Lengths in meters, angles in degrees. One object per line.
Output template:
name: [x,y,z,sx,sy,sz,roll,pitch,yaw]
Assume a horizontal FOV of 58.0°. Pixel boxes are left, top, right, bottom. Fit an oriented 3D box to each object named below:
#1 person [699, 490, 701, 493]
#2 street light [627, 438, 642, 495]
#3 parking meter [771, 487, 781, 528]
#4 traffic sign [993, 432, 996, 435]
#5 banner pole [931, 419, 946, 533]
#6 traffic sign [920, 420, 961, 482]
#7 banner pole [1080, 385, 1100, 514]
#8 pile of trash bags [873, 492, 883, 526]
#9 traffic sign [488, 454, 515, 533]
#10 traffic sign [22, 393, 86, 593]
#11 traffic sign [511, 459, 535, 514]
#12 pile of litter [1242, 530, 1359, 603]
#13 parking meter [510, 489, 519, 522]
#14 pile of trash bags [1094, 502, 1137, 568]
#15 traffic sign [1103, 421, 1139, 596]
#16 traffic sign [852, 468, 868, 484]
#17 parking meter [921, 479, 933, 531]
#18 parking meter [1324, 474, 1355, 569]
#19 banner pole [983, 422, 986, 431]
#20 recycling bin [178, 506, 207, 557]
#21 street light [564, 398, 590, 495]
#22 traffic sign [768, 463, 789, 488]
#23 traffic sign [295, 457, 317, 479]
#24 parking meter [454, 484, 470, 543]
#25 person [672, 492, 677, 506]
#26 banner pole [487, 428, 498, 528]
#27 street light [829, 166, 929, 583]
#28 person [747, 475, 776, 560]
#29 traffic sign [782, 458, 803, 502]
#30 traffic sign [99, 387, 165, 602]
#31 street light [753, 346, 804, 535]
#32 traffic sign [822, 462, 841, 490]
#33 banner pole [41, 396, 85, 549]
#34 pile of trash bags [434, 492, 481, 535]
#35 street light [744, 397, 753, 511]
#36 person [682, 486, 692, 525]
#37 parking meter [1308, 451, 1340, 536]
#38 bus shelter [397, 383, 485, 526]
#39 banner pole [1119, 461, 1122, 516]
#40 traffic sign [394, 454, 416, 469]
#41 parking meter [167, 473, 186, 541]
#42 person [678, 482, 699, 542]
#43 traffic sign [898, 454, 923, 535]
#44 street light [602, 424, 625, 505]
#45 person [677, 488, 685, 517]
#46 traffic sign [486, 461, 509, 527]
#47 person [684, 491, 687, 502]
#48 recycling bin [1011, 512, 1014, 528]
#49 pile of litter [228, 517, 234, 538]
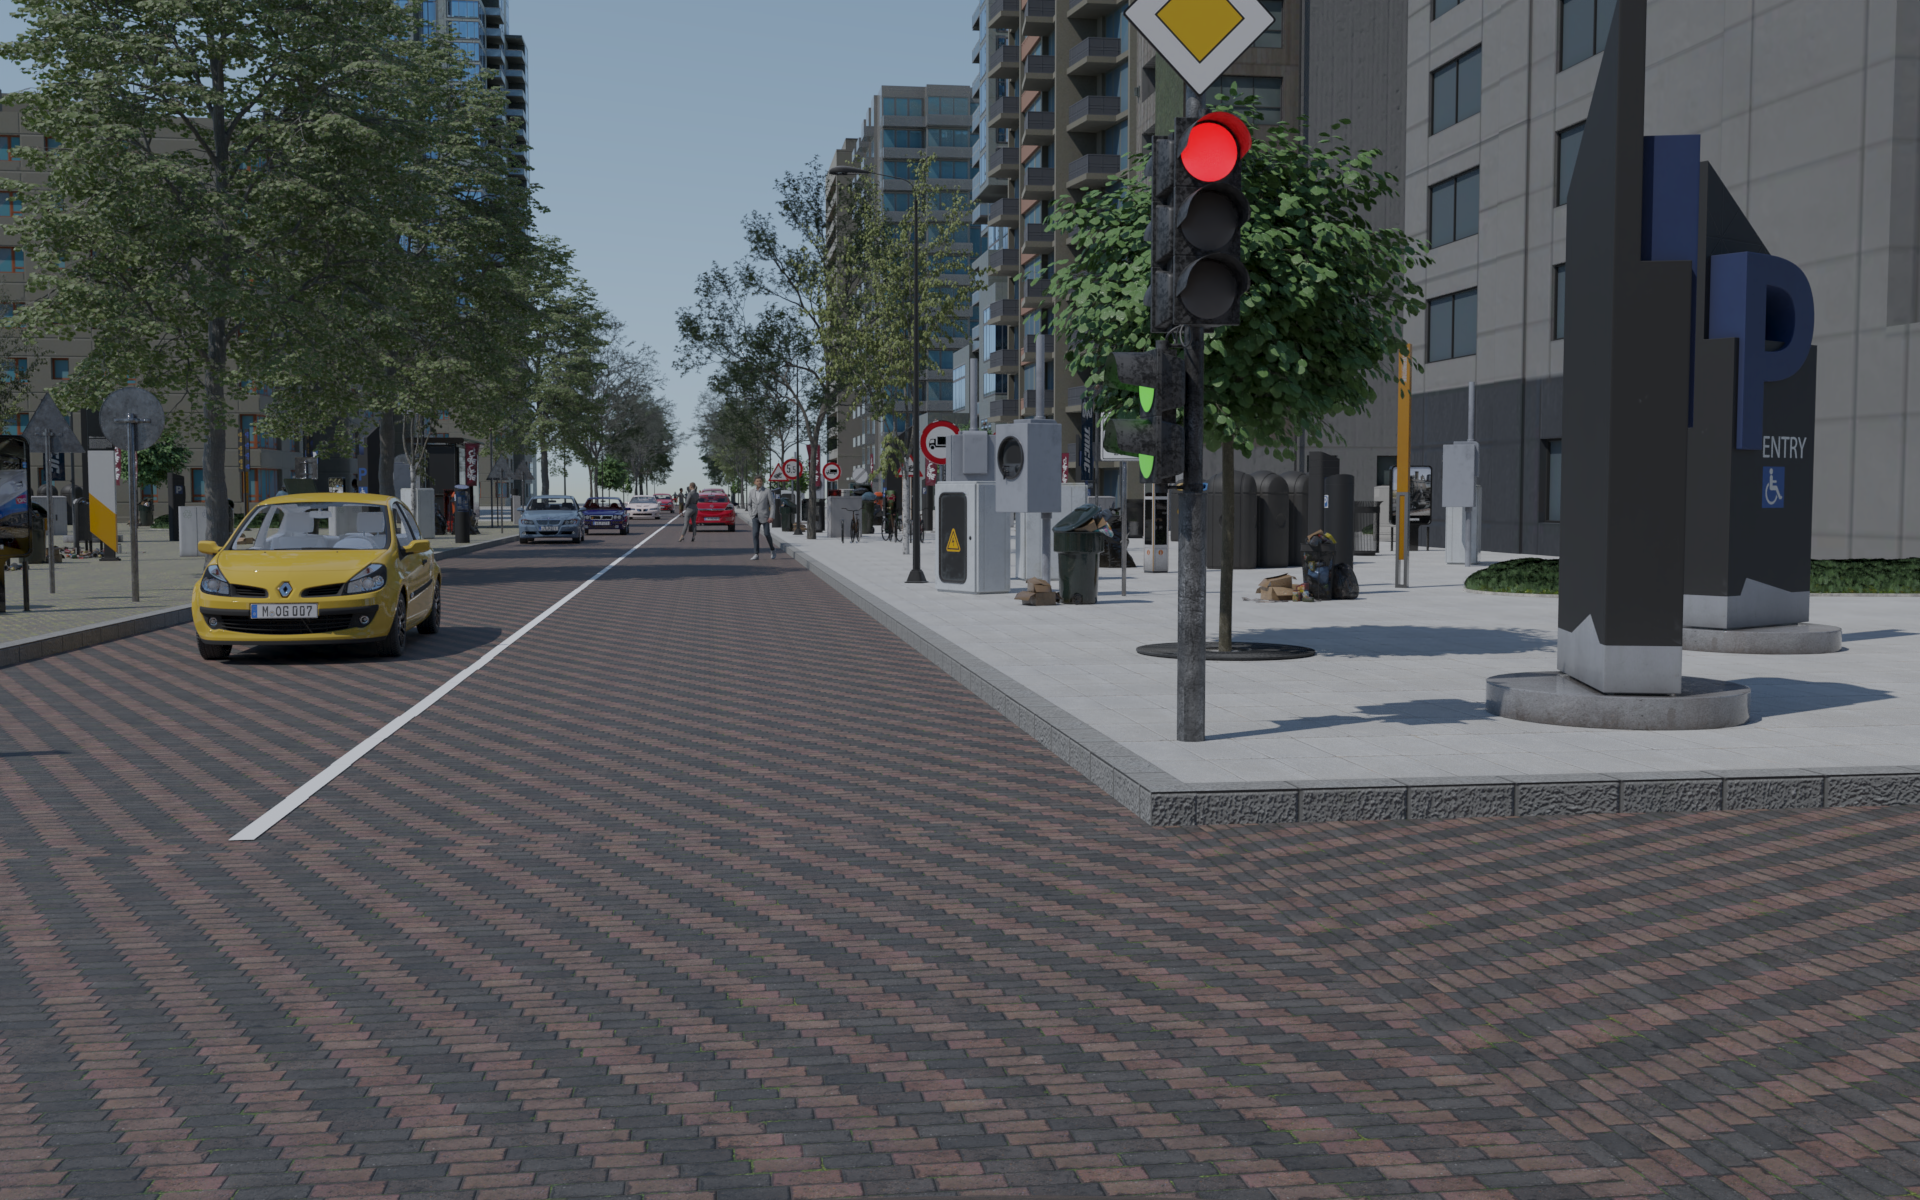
person: [-22.485,-8.584,149.373,0.617,1.759,0.750,2,4,30]
street light: [-27.311,-10.449,143.390,1.470,5.913,1.316,-1,4,-8]
parking meter: [-6.990,-3.518,65.936,0.372,1.533,0.369,0,3,0]
traffic sign: [0.917,-2.014,33.035,0.768,2.556,0.104,0,4,-4]
banner pole: [-0.650,-4.155,57.952,0.401,3.779,0.863,3,4,38]
traffic sign: [-0.316,-1.824,29.934,0.768,2.556,0.104,0,4,-4]
banner pole: [2.985,-3.022,39.434,0.401,3.779,0.863,3,5,39]
pile of trash bags: [-3.258,-3.802,71.920,1.912,1.369,3.447,-1,4,-9]
traffic sign: [-14.921,-3.448,56.372,0.884,2.594,0.081,0,4,-2]
traffic sign: [-11.719,-1.363,22.293,0.884,2.594,0.081,0,4,-8]
traffic sign: [-16.192,-3.924,64.153,0.884,2.594,0.081,0,4,-7]
pile of litter: [4.144,-0.435,21.079,1.719,0.858,1.176,-1,4,-22]
parking meter: [-20.615,-4.391,80.197,0.372,1.533,0.369,0,3,0]
pile of trash bags: [2.002,-1.322,31.374,1.912,1.369,3.447,0,4,-6]
traffic sign: [2.057,-1.196,21.689,0.606,2.300,0.079,0,4,-5]
traffic sign: [-4.806,-5.083,83.215,0.768,2.556,0.104,0,4,-8]
parking meter: [-1.138,-3.336,60.263,0.255,1.863,0.399,-2,4,-35]
parking meter: [4.846,-0.840,22.149,0.372,1.533,0.369,0,3,0]
banner pole: [0.834,-4.311,60.507,0.401,3.779,0.863,0,4,-4]
recycling bin: [-15.667,-1.420,35.774,0.722,1.027,0.722,-1,4,-11]
street light: [-18.542,-6.795,83.638,1.470,5.913,1.316,-1,4,-8]
traffic sign: [-7.553,-4.409,72.098,0.884,2.594,0.081,0,4,-5]
traffic sign: [-18.137,-2.810,48.070,0.606,2.300,0.079,0,4,-3]
parking meter: [-13.033,-2.258,45.337,0.372,1.533,0.369,0,3,0]
person: [-35.097,-12.484,213.348,1.217,1.736,0.721,-1,4,-15]
banner pole: [-17.746,-4.629,65.702,0.401,3.779,0.863,0,4,-8]
street light: [-1.164,-3.194,24.766,1.470,5.913,1.316,-1,4,-8]
person: [-4.333,-1.807,37.890,0.661,1.843,0.795,1,4,17]
traffic sign: [-5.952,-3.761,61.599,0.768,2.556,0.104,0,4,-8]
traffic sign: [-9.828,-1.252,20.575,0.768,2.556,0.104,0,4,-2]
street light: [-5.604,-4.982,53.992,1.470,5.913,1.316,-1,4,-8]
traffic sign: [-5.098,-4.208,68.911,0.768,2.556,0.104,0,4,-4]
banner pole: [-20.957,-3.082,40.411,0.863,3.779,0.401,-3,5,-39]
pile of trash bags: [-16.283,-2.793,55.420,1.912,1.369,3.447,0,4,-8]
street light: [-9.667,-6.773,83.272,1.470,5.913,1.316,-1,4,-8]
person: [-12.657,-4.408,80.750,0.526,1.800,0.537,-2,4,-31]
parking meter: [5.010,-1.109,23.836,0.399,1.863,0.255,-2,4,-33]
bus shelter: [-19.563,-5.357,65.217,2.179,5.291,8.768,-1,4,-8]
banner pole: [4.915,-3.805,52.227,0.401,3.779,0.863,1,4,23]
traffic sign: [-17.696,-3.364,55.102,0.768,2.556,0.104,0,4,-2]
parking meter: [-21.449,-2.553,47.449,0.255,1.863,0.399,2,4,34]
person: [-8.184,-2.656,52.197,0.573,1.790,0.520,1,4,16]
traffic sign: [-1.582,-3.292,53.829,0.884,2.594,0.081,0,4,-7]
street light: [-22.920,-8.632,113.668,1.470,5.913,1.316,-1,4,-8]
person: [-17.382,-6.099,108.213,0.705,1.824,1.348,1,4,23]
traffic sign: [-18.075,-4.140,67.685,0.884,2.594,0.081,0,4,-4]
person: [-36.324,-13.530,229.804,1.350,1.814,0.705,-3,4,-38]
recycling bin: [1.618,-3.301,66.530,0.722,1.027,0.722,-1,4,-21]
pile of litter: [-18.690,-1.866,44.481,1.176,0.858,1.719,0,4,-4]
